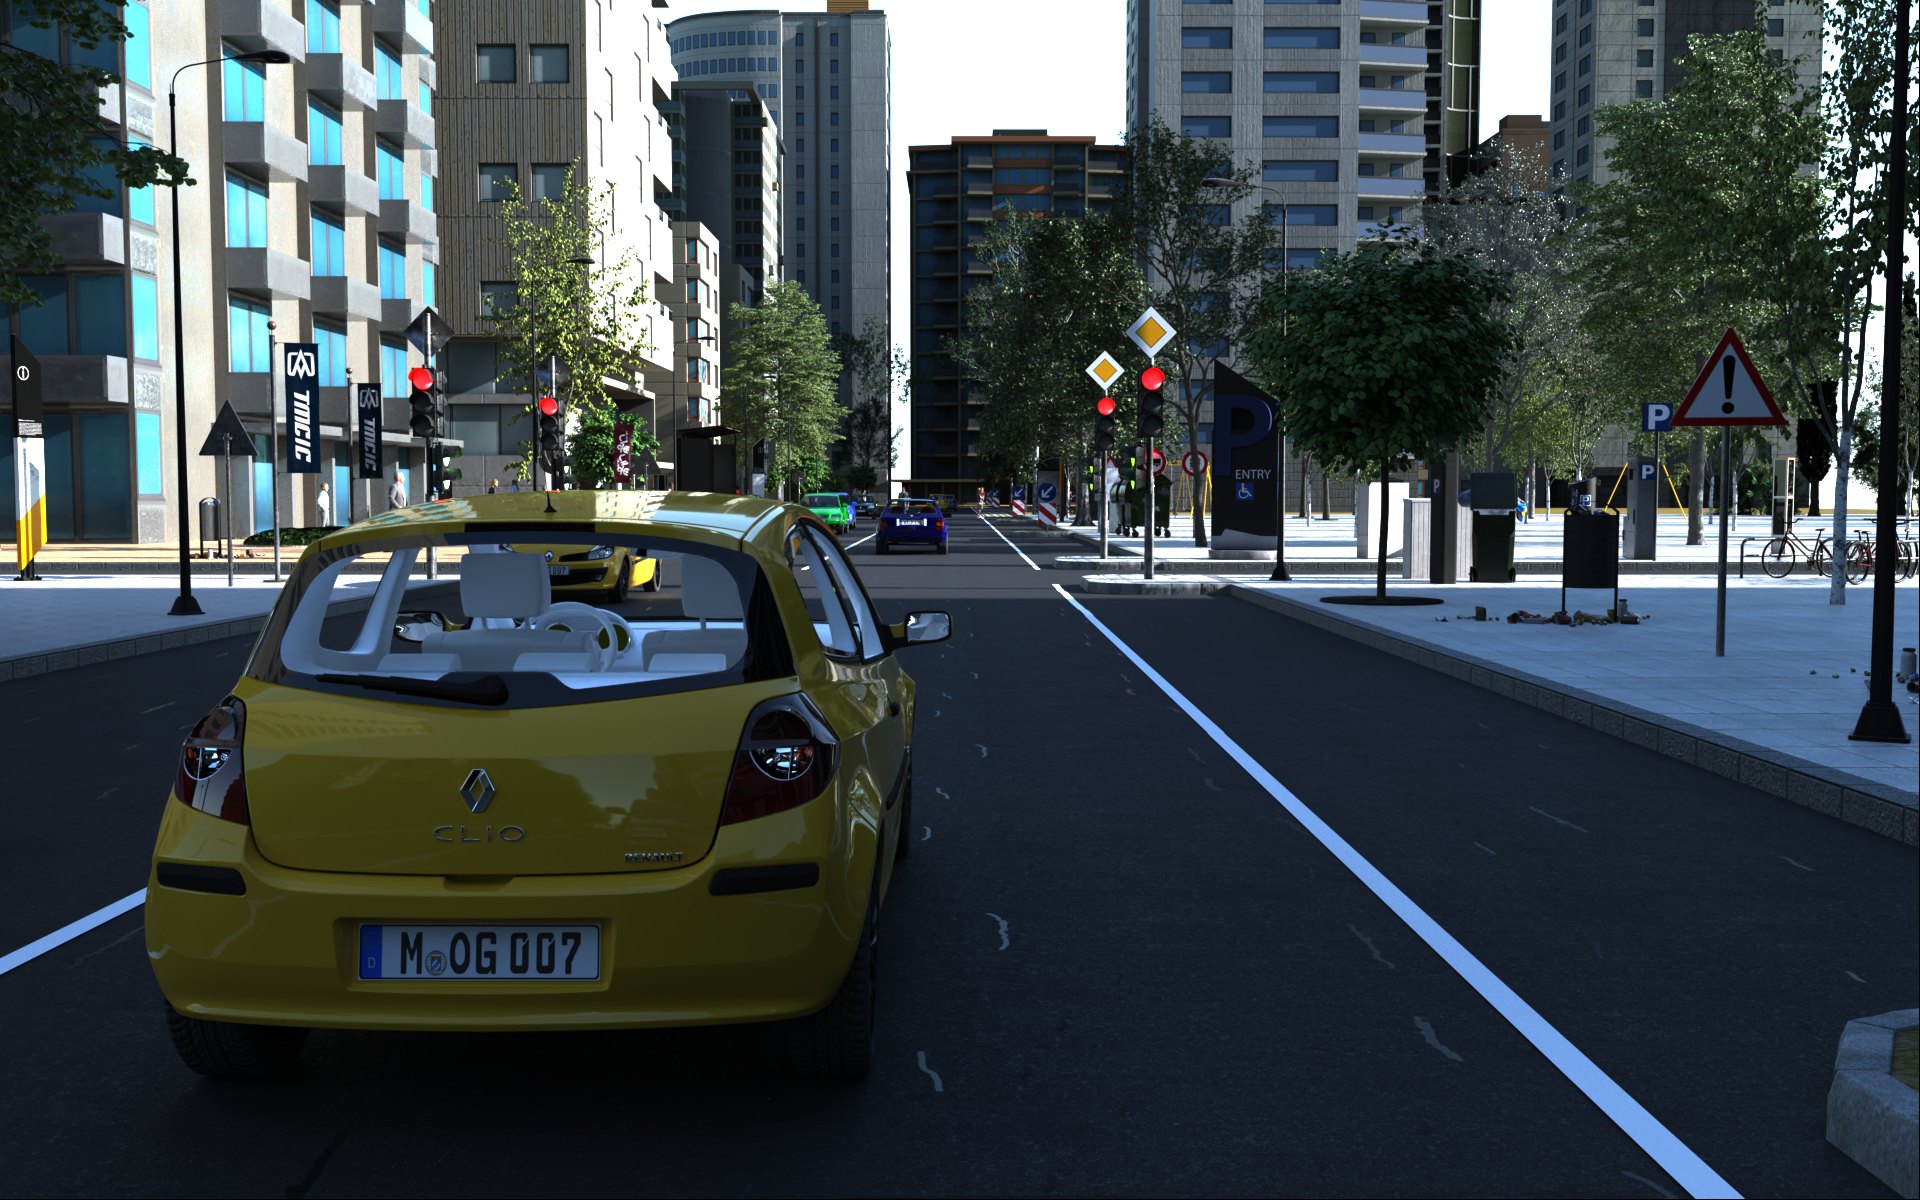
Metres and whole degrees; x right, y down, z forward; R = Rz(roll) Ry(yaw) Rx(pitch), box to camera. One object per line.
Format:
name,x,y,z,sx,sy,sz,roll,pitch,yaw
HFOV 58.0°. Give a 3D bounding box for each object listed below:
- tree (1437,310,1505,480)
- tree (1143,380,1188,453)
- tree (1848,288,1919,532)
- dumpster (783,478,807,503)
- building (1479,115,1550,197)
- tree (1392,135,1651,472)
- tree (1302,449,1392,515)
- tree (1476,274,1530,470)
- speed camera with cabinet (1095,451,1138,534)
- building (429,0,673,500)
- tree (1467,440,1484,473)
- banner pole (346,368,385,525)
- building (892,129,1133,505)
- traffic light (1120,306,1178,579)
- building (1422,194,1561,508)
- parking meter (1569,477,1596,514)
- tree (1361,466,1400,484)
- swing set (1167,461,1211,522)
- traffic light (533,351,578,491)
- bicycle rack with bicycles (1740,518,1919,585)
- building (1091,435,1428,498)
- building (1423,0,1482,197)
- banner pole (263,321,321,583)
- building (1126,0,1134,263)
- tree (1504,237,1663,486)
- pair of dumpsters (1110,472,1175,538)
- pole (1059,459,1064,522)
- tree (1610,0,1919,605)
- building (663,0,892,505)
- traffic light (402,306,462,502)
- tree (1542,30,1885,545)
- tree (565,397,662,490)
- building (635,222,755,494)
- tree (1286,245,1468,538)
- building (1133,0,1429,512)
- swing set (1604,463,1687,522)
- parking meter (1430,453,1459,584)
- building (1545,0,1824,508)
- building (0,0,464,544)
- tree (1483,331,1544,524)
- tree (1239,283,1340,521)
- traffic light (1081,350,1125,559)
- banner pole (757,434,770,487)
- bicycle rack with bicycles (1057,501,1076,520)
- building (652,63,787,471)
tree,20.023,-7.150,67.270,4.360,8.622,3.978,0,3,0
tree,10.492,-8.918,96.169,4.360,8.622,3.978,0,3,0
tree,32.150,-6.619,58.579,4.360,8.622,3.978,0,3,0
dumpster,-9.679,-5.969,100.089,1.502,2.255,1.985,0,4,0
building,69.621,-34.106,207.744,14.200,45.320,14.600,0,3,0
tree,18.104,-9.068,58.636,12.009,13.543,11.850,0,3,0
tree,23.636,-11.365,103.939,7.486,12.596,7.792,0,3,0
tree,29.313,-10.489,89.630,7.486,12.596,7.792,0,3,0
speed camera with cabinet,5.138,-3.830,56.956,0.660,3.252,2.038,-1,4,-23
building,-30.585,-30.762,92.199,28.713,52.752,27.495,0,3,0
tree,31.893,-9.019,97.820,4.737,8.622,4.395,0,3,0
banner pole,-11.853,-2.713,34.369,0.863,3.779,0.401,0,4,1
building,6.463,-34.015,210.769,28.867,44.769,22.147,0,3,0
traffic light,2.830,-2.267,25.984,0.839,4.253,0.868,0,3,0
building,49.675,-24.403,170.686,14.107,30.474,14.160,0,3,0
parking meter,9.086,-1.034,25.325,0.372,1.533,0.369,0,3,0
tree,17.608,-7.644,75.340,4.360,8.622,3.978,0,3,0
swing set,10.665,-5.353,85.134,3.119,2.851,2.862,0,4,-1
traffic light,-7.947,-2.753,33.933,0.839,4.253,0.868,0,3,0
bicycle rack with bicycles,13.254,-0.762,25.838,2.925,0.926,2.852,-2,4,-24
building,26.434,-19.452,163.079,27.650,21.520,28.899,0,3,0
building,51.814,-47.150,209.153,20.611,71.187,20.563,0,3,0
banner pole,-9.739,-2.154,25.239,0.863,3.779,0.401,-1,4,-20
building,31.202,-47.217,210.249,20.611,71.187,20.563,0,3,0
tree,18.299,-6.117,50.372,4.360,8.622,3.978,0,3,0
pair of dumpsters,5.535,-3.063,52.566,1.574,2.255,4.437,0,3,0
pole,4.701,-5.267,79.955,0.158,3.312,0.155,0,3,0
tree,10.138,-4.268,20.147,4.737,8.622,4.395,0,3,0
building,-22.511,-40.880,210.380,28.212,58.520,21.231,0,3,0
traffic light,-7.932,-2.265,25.948,0.839,4.253,0.868,0,3,0
tree,18.439,-7.621,42.725,7.486,12.596,7.792,0,3,0
tree,-11.784,-4.571,58.451,4.285,4.588,4.351,0,3,0
building,-30.310,-17.100,124.620,27.650,21.520,28.899,0,3,0
tree,11.397,-6.116,50.351,4.737,8.622,4.395,0,3,0
building,23.881,-36.140,132.888,21.231,58.520,28.212,0,3,0
swing set,31.983,-5.112,81.201,2.862,2.851,3.119,0,4,-7
parking meter,6.921,-1.166,24.776,0.255,1.863,0.399,-1,4,-12
building,67.354,-44.519,166.138,20.611,71.187,20.563,0,3,0
building,-30.528,-26.654,55.406,23.786,49.044,30.456,0,3,0
tree,27.497,-7.980,80.835,4.737,8.622,4.395,0,3,0
tree,17.807,-9.695,84.265,9.928,11.665,9.643,0,3,0
traffic light,2.814,-2.755,33.969,0.839,4.253,0.868,0,3,0
banner pole,-8.225,-5.025,72.183,0.863,3.779,0.401,3,5,42
bicycle rack with bicycles,6.323,-4.506,87.056,2.925,0.926,2.852,3,5,41
building,-28.810,-28.696,161.069,23.993,40.220,32.217,0,3,0
